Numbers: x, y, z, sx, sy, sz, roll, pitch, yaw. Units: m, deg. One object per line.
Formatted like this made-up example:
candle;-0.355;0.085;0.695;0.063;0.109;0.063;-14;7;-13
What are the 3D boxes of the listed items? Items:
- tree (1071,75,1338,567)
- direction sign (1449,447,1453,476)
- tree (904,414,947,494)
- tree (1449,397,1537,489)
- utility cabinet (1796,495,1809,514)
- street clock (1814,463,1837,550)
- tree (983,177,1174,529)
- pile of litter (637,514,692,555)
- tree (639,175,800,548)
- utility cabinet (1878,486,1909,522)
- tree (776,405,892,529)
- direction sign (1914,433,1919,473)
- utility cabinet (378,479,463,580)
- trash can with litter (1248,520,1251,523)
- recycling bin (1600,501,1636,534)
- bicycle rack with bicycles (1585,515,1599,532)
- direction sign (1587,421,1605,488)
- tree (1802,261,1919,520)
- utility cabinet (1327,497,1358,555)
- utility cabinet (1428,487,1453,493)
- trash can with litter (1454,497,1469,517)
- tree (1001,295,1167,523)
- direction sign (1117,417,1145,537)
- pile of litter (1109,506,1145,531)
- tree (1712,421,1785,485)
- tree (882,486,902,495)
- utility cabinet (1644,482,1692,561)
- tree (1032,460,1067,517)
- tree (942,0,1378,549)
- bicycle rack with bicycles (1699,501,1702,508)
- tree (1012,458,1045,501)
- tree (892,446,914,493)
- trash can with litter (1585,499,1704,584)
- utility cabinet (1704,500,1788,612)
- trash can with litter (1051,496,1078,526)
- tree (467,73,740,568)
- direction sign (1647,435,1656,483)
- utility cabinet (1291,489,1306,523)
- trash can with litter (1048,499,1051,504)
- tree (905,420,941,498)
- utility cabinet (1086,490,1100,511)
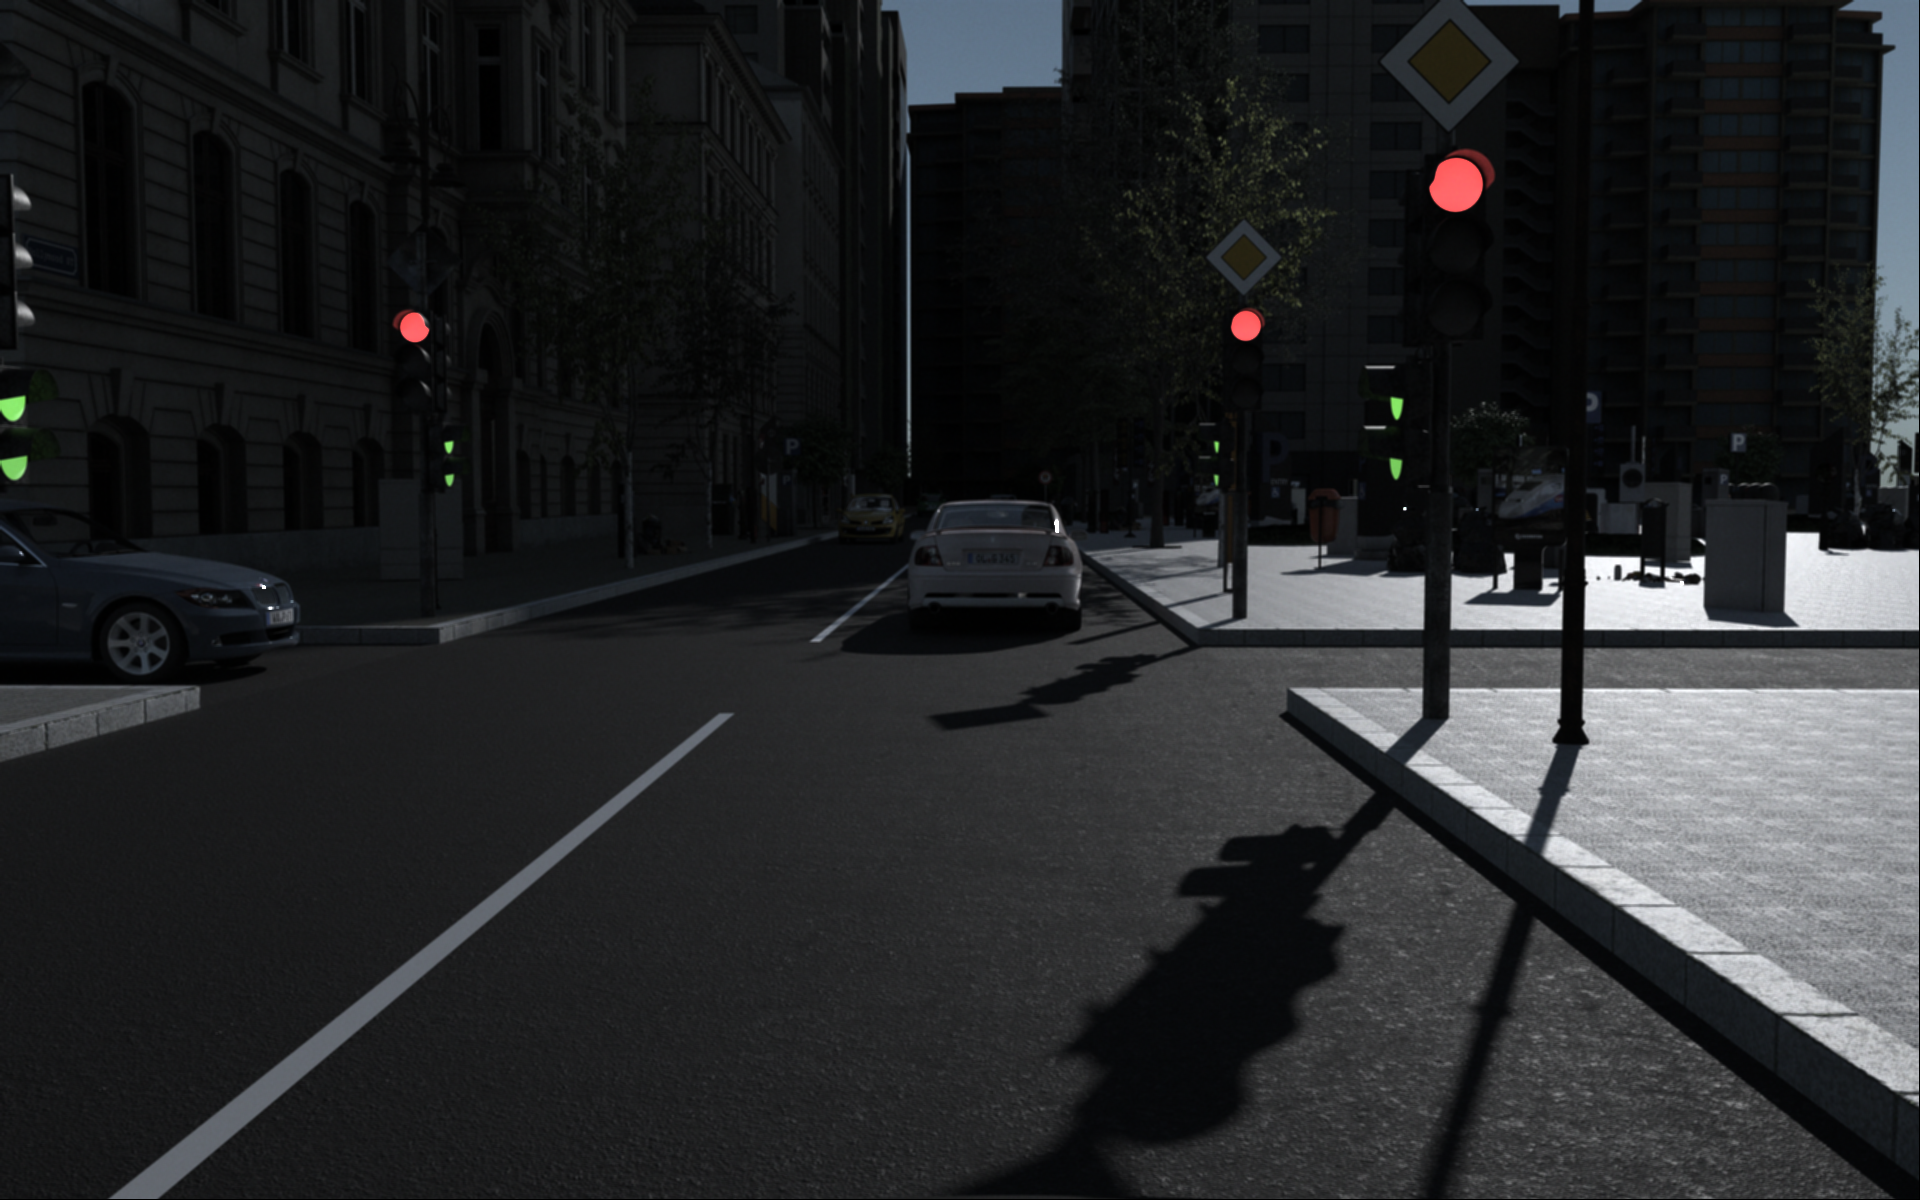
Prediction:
tree;4.407;-4.890;30.315;4.360;8.622;3.978;0;3;0
direction sign;20.773;-4.999;73.730;0.379;3.537;0.876;3;5;43
tree;-3.127;-12.724;158.399;4.737;8.622;4.395;0;3;0
tree;17.814;-4.594;58.823;4.285;4.588;4.351;0;3;0
utility cabinet;40.452;-4.375;82.700;0.306;1.237;1.020;-2;4;-29
street clock;19.930;-2.162;39.921;0.471;2.002;0.358;2;4;25
tree;4.527;-8.842;62.688;7.486;12.596;7.792;0;3;0
pile of litter;-6.385;-1.421;37.198;1.176;0.858;1.719;3;5;40
tree;-5.910;-5.538;40.906;4.360;8.622;3.978;0;3;0
utility cabinet;27.360;-2.570;50.691;0.318;1.500;1.173;-1;4;-9
tree;-5.273;-4.908;63.961;4.285;4.588;4.351;0;3;0
direction sign;35.572;-4.385;63.697;0.876;3.537;0.379;3;4;38
utility cabinet;-8.004;-1.041;25.707;1.173;1.500;0.318;-1;4;-20
trash can with litter;12.697;-3.965;75.882;2.233;1.210;1.678;1;4;20
recycling bin;17.970;-2.126;47.317;0.722;1.027;0.722;0;4;0
bicycle rack with bicycles;14.976;-1.902;44.482;2.925;0.926;2.852;0;4;-5
direction sign;19.611;-3.793;54.020;0.876;3.537;0.379;1;4;20
tree;28.423;-6.363;54.397;4.360;8.622;3.978;0;3;0
utility cabinet;8.303;-1.558;36.632;1.020;1.237;0.306;2;4;25
utility cabinet;13.571;-2.521;49.894;1.173;1.500;0.318;3;4;38
trash can with litter;20.186;-3.558;69.555;0.624;1.170;1.055;0;4;8
tree;5.261;-8.665;76.080;8.767;10.594;7.601;3;4;38
direction sign;5.046;-3.625;51.261;0.876;3.537;0.379;2;4;29
pile of litter;5.953;-2.895;61.292;1.719;0.858;1.176;-3;4;-36
tree;35.639;-5.794;78.453;4.285;4.588;4.351;0;3;0
tree;-4.484;-7.290;113.793;1.663;3.219;1.824;0;3;0
utility cabinet;13.479;-1.487;32.984;0.318;1.500;1.173;0;4;-8
tree;5.309;-6.284;97.346;1.663;3.219;1.824;0;3;0
tree;4.730;-7.965;40.593;12.009;13.543;11.850;0;3;0
bicycle rack with bicycles;38.705;-4.546;87.710;2.852;0.926;2.925;2;4;33
tree;6.334;-10.570;156.529;4.285;4.588;4.351;0;3;0
tree;-4.232;-7.259;102.392;4.285;4.588;4.351;0;3;0
trash can with litter;10.288;-0.874;25.354;1.678;1.210;2.233;-1;4;-12
utility cabinet;8.730;-0.495;19.263;0.306;1.237;1.020;-1;4;-13
trash can with litter;4.260;-3.557;69.542;0.624;1.170;1.055;2;4;25
tree;-5.983;-4.857;29.775;4.737;8.622;4.395;0;3;0
direction sign;26.718;-4.587;66.998;0.379;3.537;0.876;0;4;5
utility cabinet;13.756;-3.820;71.131;0.318;1.500;1.173;3;5;40
trash can with litter;4.655;-4.767;89.324;0.624;1.170;1.055;-3;4;-37
tree;-3.863;-13.469;170.578;4.360;8.622;3.978;0;3;0
utility cabinet;6.646;-4.710;85.689;1.173;1.500;0.318;0;4;-4
